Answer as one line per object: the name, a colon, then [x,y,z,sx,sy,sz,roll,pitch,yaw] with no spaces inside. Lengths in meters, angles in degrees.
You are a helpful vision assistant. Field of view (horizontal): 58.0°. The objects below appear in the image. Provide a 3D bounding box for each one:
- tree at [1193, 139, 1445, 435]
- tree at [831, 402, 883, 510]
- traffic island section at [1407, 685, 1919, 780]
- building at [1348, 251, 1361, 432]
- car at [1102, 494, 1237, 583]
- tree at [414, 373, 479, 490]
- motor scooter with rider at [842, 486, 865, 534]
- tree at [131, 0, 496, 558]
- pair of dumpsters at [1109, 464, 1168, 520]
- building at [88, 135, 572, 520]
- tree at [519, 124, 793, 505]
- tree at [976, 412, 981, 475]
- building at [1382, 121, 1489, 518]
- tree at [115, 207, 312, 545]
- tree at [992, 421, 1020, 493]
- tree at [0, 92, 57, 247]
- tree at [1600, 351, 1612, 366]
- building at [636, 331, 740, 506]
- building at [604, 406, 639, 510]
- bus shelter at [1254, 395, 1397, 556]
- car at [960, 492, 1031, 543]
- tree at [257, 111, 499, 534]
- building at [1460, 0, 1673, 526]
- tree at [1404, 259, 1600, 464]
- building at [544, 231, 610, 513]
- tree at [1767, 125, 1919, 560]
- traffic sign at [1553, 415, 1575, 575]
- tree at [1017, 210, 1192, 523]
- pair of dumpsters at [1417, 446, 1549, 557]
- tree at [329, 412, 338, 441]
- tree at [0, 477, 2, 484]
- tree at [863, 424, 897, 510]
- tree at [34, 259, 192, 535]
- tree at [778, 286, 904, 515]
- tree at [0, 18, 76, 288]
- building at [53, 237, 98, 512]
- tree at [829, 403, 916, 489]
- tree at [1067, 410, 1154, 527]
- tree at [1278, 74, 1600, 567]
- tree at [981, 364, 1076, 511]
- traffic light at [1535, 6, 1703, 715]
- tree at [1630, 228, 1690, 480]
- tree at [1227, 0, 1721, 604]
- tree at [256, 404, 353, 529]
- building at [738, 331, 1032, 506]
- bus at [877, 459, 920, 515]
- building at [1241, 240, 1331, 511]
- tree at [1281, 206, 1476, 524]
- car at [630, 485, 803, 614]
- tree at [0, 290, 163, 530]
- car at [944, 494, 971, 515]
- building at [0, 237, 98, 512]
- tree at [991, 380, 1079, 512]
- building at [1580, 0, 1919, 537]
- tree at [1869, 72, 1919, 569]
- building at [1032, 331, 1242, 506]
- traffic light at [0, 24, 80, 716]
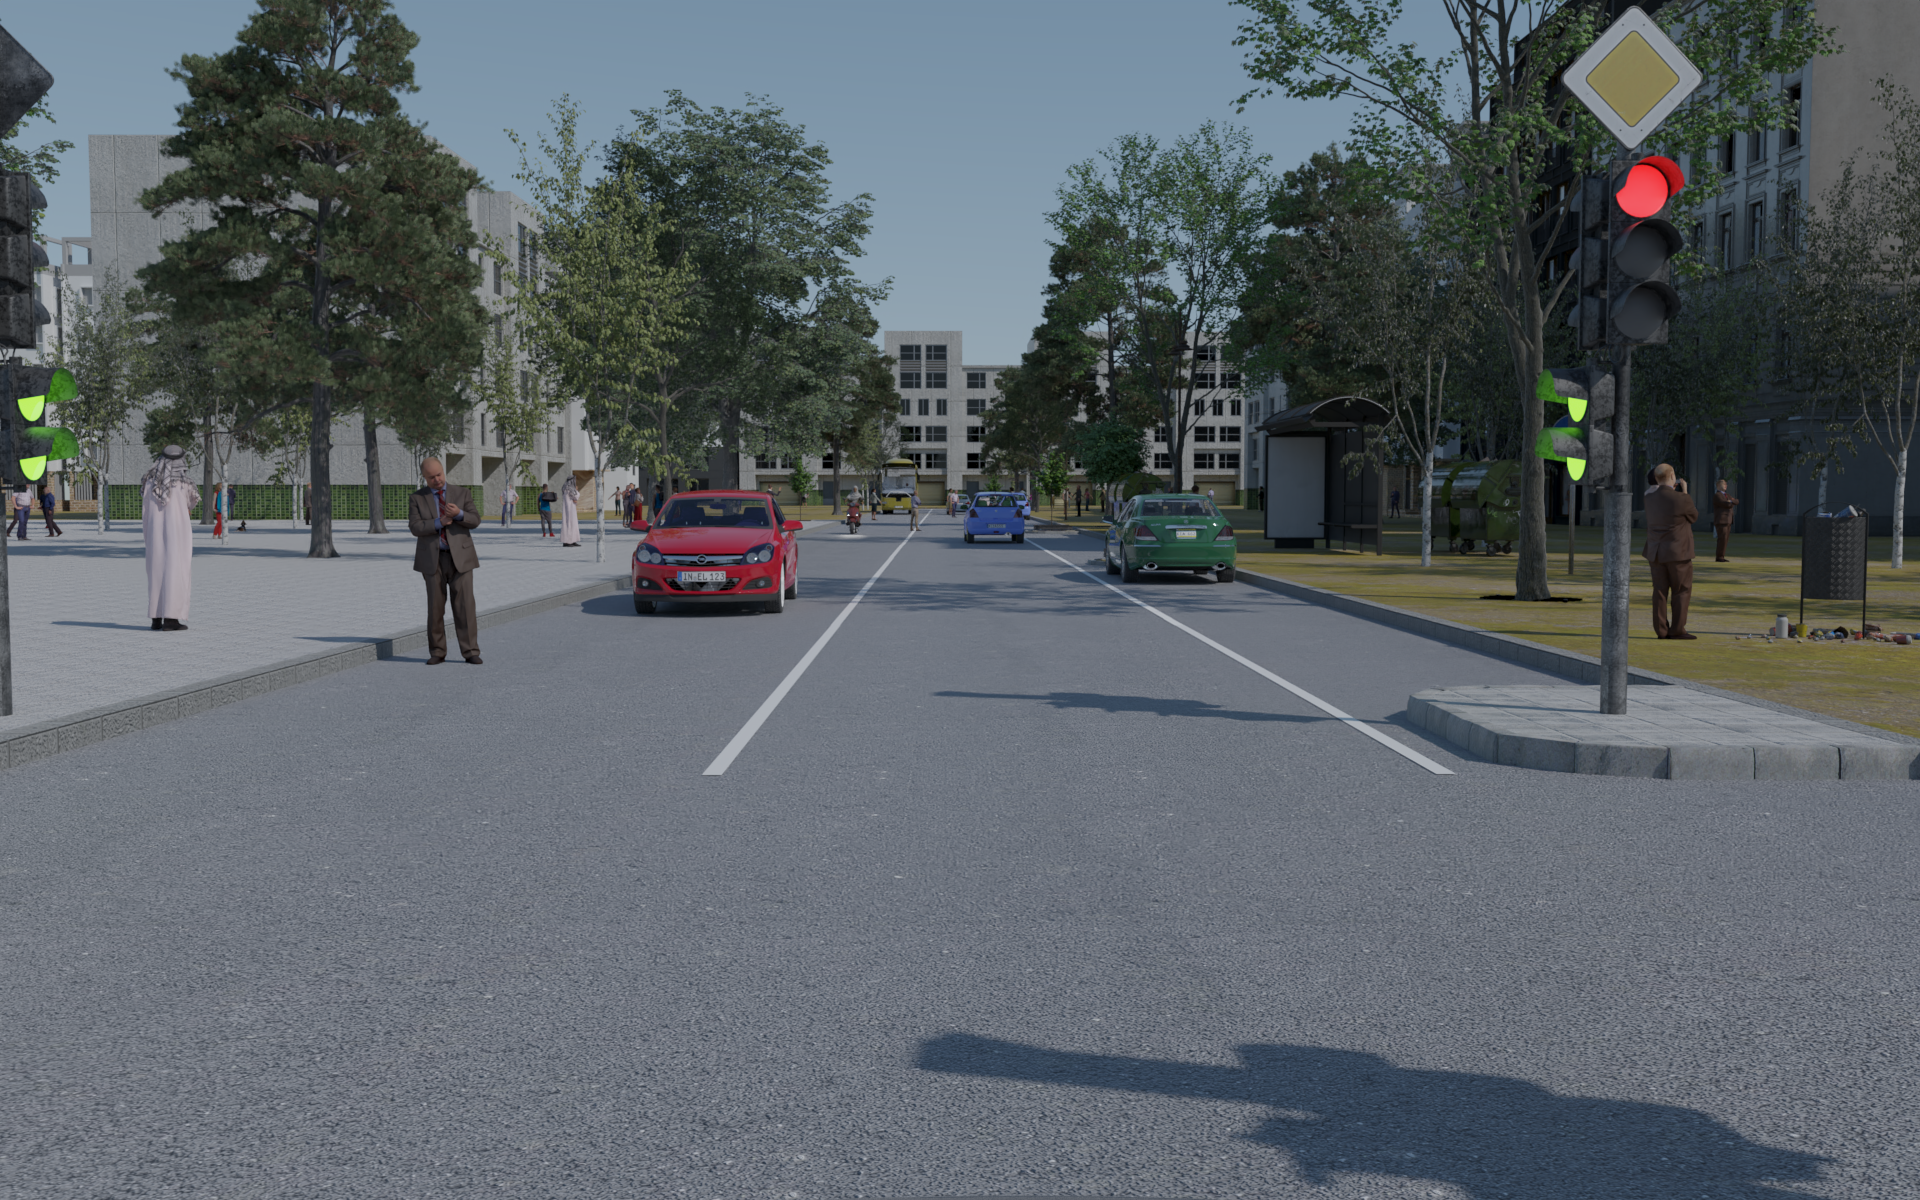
tree: [13.278,-9.406,61.217,7.806,13.903,7.818,0,3,0]
tree: [-7.873,-11.392,136.620,4.737,8.622,4.395,0,3,0]
traffic island section: [3.843,0.743,10.133,2.009,0.180,2.903,0,4,-1]
building: [31.991,-15.213,105.151,16.016,20.091,11.380,0,4,-1]
car: [3.526,-1.078,29.429,2.131,1.459,4.920,0,4,0]
tree: [-24.687,-7.961,80.528,4.360,8.622,3.978,0,3,0]
motor scooter with rider: [-3.867,-3.281,62.607,0.876,1.779,1.986,0,4,0]
tree: [-12.890,-6.891,34.717,6.751,12.117,7.091,0,3,0]
pair of dumpsters: [5.954,-3.390,57.918,1.574,2.255,4.436,0,4,0]
building: [-34.550,-14.366,101.349,16.747,18.905,31.486,0,4,-1]
tree: [-7.805,-6.729,44.439,7.601,10.594,8.767,0,4,-5]
tree: [4.738,-13.582,144.128,6.751,12.117,7.091,0,3,0]
building: [32.004,-14.518,93.792,16.016,20.091,11.380,0,4,-1]
tree: [-18.691,-5.706,43.656,4.360,8.622,3.978,0,3,0]
tree: [4.926,-12.946,162.032,4.737,8.622,4.395,0,3,0]
tree: [-16.484,-5.969,23.356,9.928,11.665,9.643,0,3,0]
tree: [12.808,-5.585,41.676,4.360,8.622,3.978,0,3,0]
building: [-40.652,-21.840,201.053,32.646,21.610,27.936,0,4,-1]
building: [-40.353,-11.985,138.097,28.070,9.664,9.099,0,4,-1]
bus shelter: [7.992,-2.718,38.363,2.014,3.302,5.546,0,4,0]
car: [0.985,-2.565,51.534,1.945,1.707,3.694,0,4,-2]
tree: [-19.074,-9.082,55.912,7.806,13.903,7.818,0,3,0]
building: [31.026,-15.163,77.589,12.332,23.373,15.834,0,4,-1]
tree: [15.917,-6.257,52.671,4.737,8.622,4.395,0,3,0]
building: [-33.721,-16.287,122.712,16.016,20.091,11.380,0,4,-1]
tree: [19.049,-5.351,37.844,4.360,8.622,3.978,0,3,0]
traffic sign: [9.753,-1.680,27.575,0.768,2.556,0.104,0,4,3]
tree: [6.648,-10.294,75.723,7.806,13.903,7.818,0,3,0]
pair of dumpsters: [11.201,-2.123,37.202,1.574,2.255,4.436,0,4,-1]
tree: [-31.103,-8.025,81.575,4.360,8.622,3.978,0,3,0]
tree: [-52.031,-6.810,74.257,20.602,7.101,11.467,-2,4,-25]
tree: [-7.514,-11.788,143.099,4.360,8.622,3.978,0,3,0]
tree: [-27.198,-6.382,54.706,4.360,8.622,3.978,0,3,0]
tree: [-7.407,-12.154,106.146,7.806,13.903,7.818,0,3,0]
tree: [-23.057,-7.824,34.579,9.857,13.997,8.962,0,3,0]
building: [-60.048,-17.002,134.410,11.380,20.091,16.016,0,4,-1]
tree: [-8.164,-13.869,161.172,8.767,10.594,7.601,0,4,3]
tree: [5.895,-5.133,67.642,4.285,4.588,4.351,0,3,0]
tree: [8.149,-4.911,30.658,4.360,8.622,3.978,0,3,0]
tree: [5.653,-12.819,131.644,6.751,12.117,7.091,0,3,0]
traffic light: [3.803,-1.271,10.020,0.839,4.213,0.868,0,4,-1]
tree: [17.914,-5.723,43.930,4.360,8.622,3.978,0,3,0]
tree: [6.738,-5.801,20.594,9.928,11.665,9.643,0,3,0]
tree: [-24.661,-6.975,64.408,4.737,8.622,4.395,0,3,0]
building: [-8.255,-20.157,196.028,31.486,18.905,16.747,0,4,-1]
bus: [-4.313,-8.139,124.616,2.896,3.916,12.252,0,4,-1]
building: [31.987,-15.944,127.146,16.747,18.905,31.486,0,4,-1]
tree: [18.039,-10.269,74.560,9.857,13.997,8.962,0,3,0]
car: [-3.056,-0.800,22.120,2.155,1.783,4.494,0,4,-2]
tree: [-30.580,-6.788,61.339,4.737,8.622,4.395,0,3,0]
car: [-0.080,-6.656,120.822,2.014,1.417,4.499,0,4,-1]
building: [-71.694,-16.940,133.387,11.380,20.091,16.016,0,4,-1]
tree: [5.750,-11.427,121.236,7.601,10.594,8.767,0,4,-2]
building: [29.824,-12.927,60.503,9.793,20.994,18.267,0,4,-1]
tree: [16.138,-4.862,29.859,4.360,8.622,3.978,0,3,0]
building: [23.745,-20.204,196.799,31.486,18.905,16.747,0,4,-1]
traffic light: [-5.558,-1.265,9.922,0.839,4.213,0.868,0,4,-1]
